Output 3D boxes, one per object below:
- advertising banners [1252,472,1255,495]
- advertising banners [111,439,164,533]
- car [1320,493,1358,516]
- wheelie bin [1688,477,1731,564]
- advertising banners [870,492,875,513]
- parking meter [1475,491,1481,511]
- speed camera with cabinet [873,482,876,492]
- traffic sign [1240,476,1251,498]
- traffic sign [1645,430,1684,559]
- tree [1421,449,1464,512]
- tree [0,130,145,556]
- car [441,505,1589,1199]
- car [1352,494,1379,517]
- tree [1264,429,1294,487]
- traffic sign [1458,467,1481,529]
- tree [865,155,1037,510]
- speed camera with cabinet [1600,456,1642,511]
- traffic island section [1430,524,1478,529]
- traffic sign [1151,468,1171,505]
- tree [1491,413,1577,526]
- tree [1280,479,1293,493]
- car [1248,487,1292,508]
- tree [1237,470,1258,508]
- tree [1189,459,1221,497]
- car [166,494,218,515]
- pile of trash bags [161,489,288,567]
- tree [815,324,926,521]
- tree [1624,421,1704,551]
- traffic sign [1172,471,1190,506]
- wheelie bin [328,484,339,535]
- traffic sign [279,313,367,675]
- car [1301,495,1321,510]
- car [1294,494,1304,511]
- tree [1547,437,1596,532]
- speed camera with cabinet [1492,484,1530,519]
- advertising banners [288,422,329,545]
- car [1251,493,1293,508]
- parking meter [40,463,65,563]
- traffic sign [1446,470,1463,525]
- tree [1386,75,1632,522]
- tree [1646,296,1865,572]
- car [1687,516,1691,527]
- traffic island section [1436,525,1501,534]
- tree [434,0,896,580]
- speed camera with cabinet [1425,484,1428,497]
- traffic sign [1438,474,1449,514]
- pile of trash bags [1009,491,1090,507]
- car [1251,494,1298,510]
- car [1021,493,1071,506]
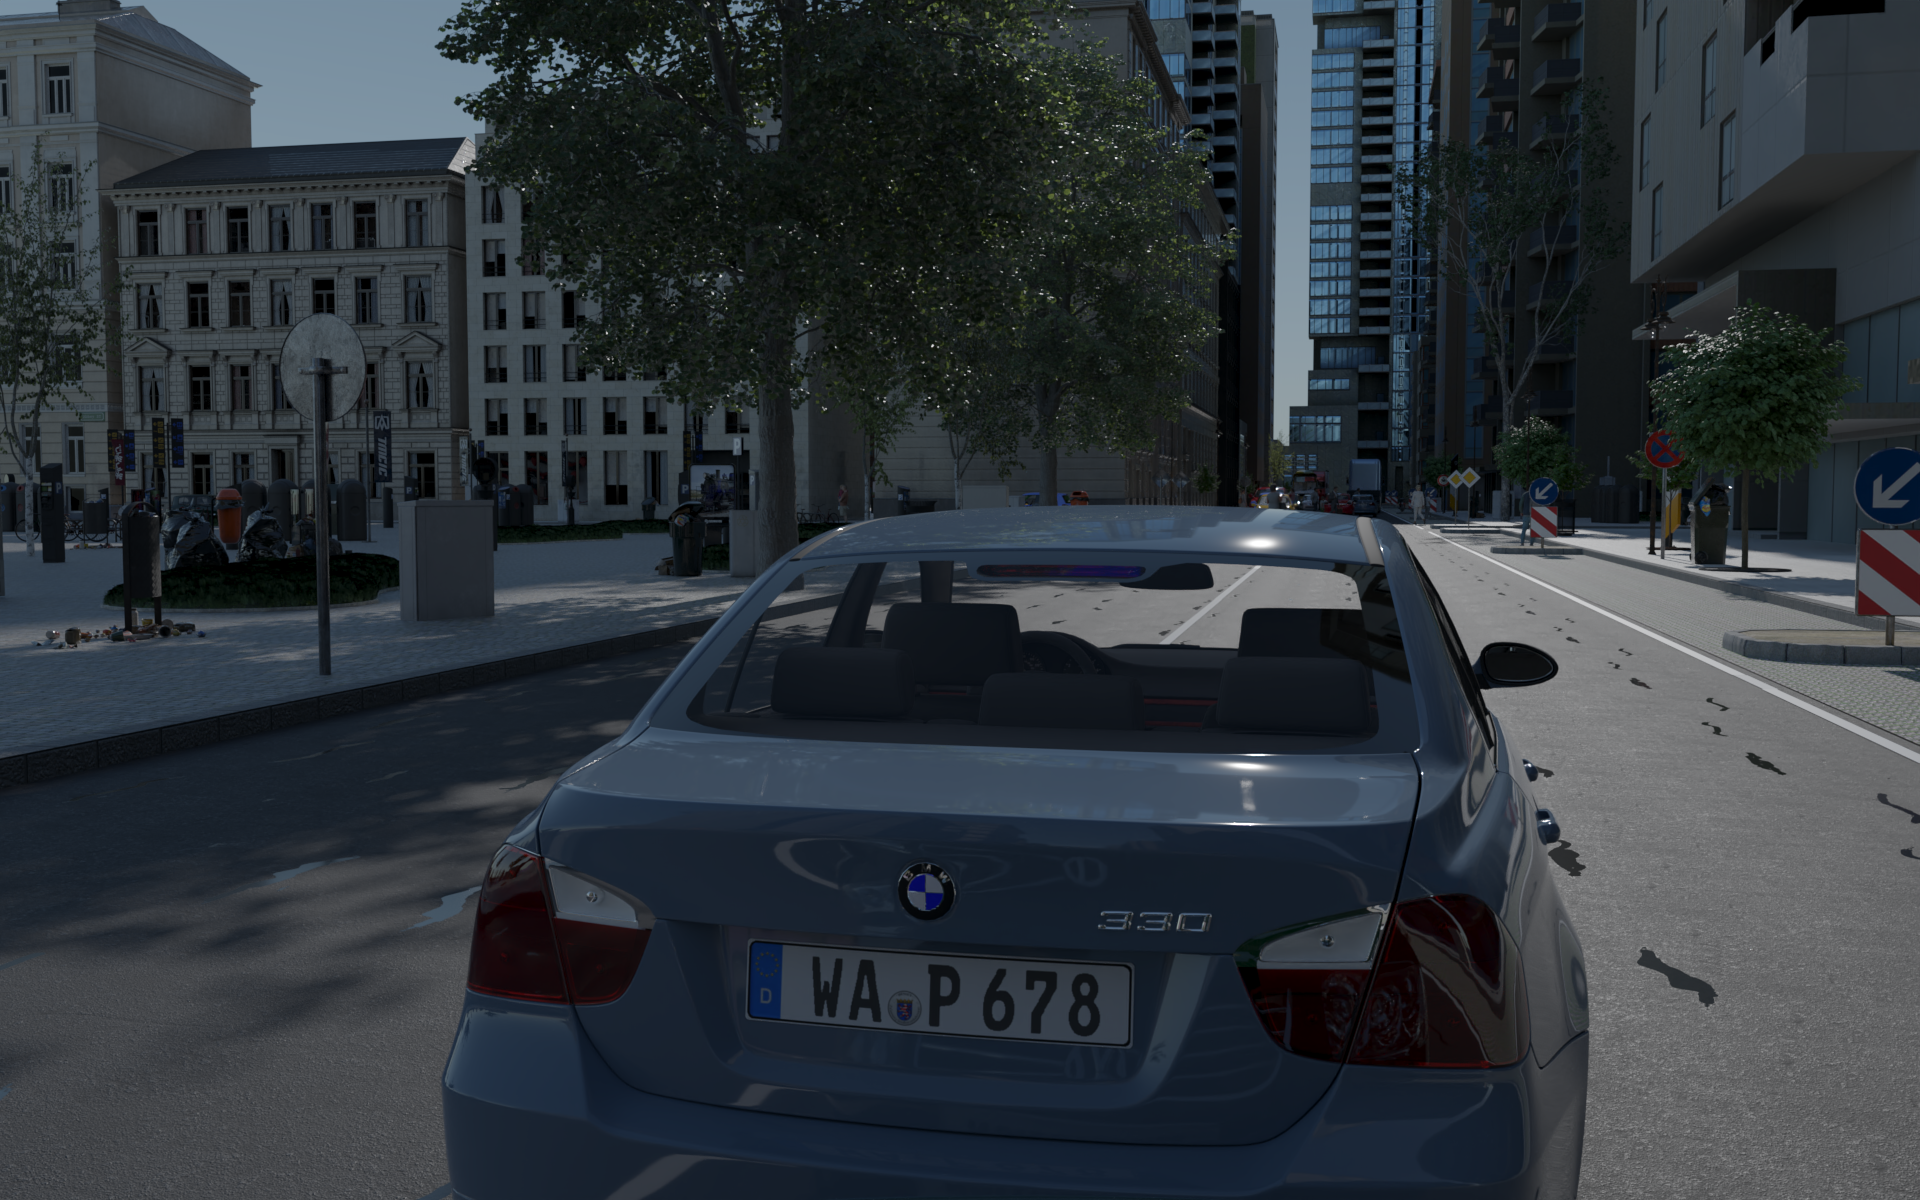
[{"bbox_3d":[22.987,-8.508,135.291,0.090,3.025,2.074,0,4,3],"label":"advertising banners"},{"bbox_3d":[-26.377,-3.631,55.559,0.090,3.025,2.074,1,4,20],"label":"advertising banners"},{"bbox_3d":[22.124,-5.636,101.195,2.155,1.783,4.494,1,4,14],"label":"car"},{"bbox_3d":[13.766,-1.461,31.793,0.693,1.594,0.980,1,4,14],"label":"wheelie bin"},{"bbox_3d":[-5.092,-7.264,114.954,2.074,3.025,0.090,-2,4,-33],"label":"advertising banners"},{"bbox_3d":[38.816,-7.425,129.808,0.372,1.533,0.369,0,3,0],"label":"parking meter"},{"bbox_3d":[-5.730,-7.878,123.141,0.660,3.252,2.038,1,4,9],"label":"speed camera with cabinet"},{"bbox_3d":[20.286,-7.522,123.084,0.768,2.556,0.104,1,4,17],"label":"traffic sign"},{"bbox_3d":[13.868,-2.079,34.105,0.768,2.556,0.104,1,4,14],"label":"traffic sign"},{"bbox_3d":[35.253,-8.721,126.304,4.285,4.588,4.351,0,3,0],"label":"tree"},{"bbox_3d":[-19.223,-5.223,35.766,4.360,8.622,3.978,0,3,0],"label":"tree"},{"bbox_3d":[0.472,0.470,4.311,2.014,1.417,4.499,1,4,14],"label":"car"},{"bbox_3d":[25.125,-5.873,108.025,2.014,1.417,4.499,1,4,14],"label":"car"},{"bbox_3d":[35.992,-15.096,197.175,4.360,8.622,3.978,0,3,0],"label":"tree"},{"bbox_3d":[18.764,-3.682,63.840,0.795,2.450,0.064,1,4,13],"label":"traffic sign"},{"bbox_3d":[-0.069,-5.342,37.708,4.360,8.622,3.978,0,3,0],"label":"tree"},{"bbox_3d":[34.456,-5.869,90.292,2.038,3.252,0.660,0,4,7],"label":"speed camera with cabinet"},{"bbox_3d":[20.532,-3.023,71.705,2.009,0.180,2.903,1,4,13],"label":"traffic island section"},{"bbox_3d":[7.697,-3.834,66.327,0.795,2.450,0.064,1,4,13],"label":"traffic sign"},{"bbox_3d":[23.280,-5.290,70.204,4.285,4.588,4.351,0,3,0],"label":"tree"},{"bbox_3d":[41.631,-13.818,220.528,1.663,3.219,1.824,0,3,0],"label":"tree"},{"bbox_3d":[16.626,-5.134,92.618,2.281,1.827,5.304,1,4,14],"label":"car"},{"bbox_3d":[22.893,-8.743,137.554,1.663,3.219,1.824,0,3,0],"label":"tree"},{"bbox_3d":[13.448,-6.123,94.720,1.663,3.219,1.824,0,3,0],"label":"tree"},{"bbox_3d":[-33.924,-4.208,78.580,4.222,1.686,2.009,1,4,11],"label":"car"},{"bbox_3d":[-11.806,-1.109,27.891,1.912,1.369,3.447,-1,4,-22],"label":"pile of trash bags"},{"bbox_3d":[-3.318,-7.059,65.774,4.737,8.622,4.395,0,3,0],"label":"tree"},{"bbox_3d":[16.367,-2.753,39.613,1.663,3.219,1.824,0,3,0],"label":"tree"},{"bbox_3d":[9.440,-4.311,74.120,0.795,2.450,0.064,1,4,13],"label":"traffic sign"},{"bbox_3d":[-19.727,-2.858,54.636,0.980,1.594,0.693,1,4,10],"label":"wheelie bin"},{"bbox_3d":[-4.509,-0.741,12.223,0.768,2.556,0.104,1,4,21],"label":"traffic sign"},{"bbox_3d":[31.071,-8.615,153.215,2.083,1.381,4.827,1,4,11],"label":"car"},{"bbox_3d":[23.504,-6.946,123.357,2.009,1.686,4.222,1,4,13],"label":"car"},{"bbox_3d":[20.246,-3.891,58.222,1.663,3.219,1.824,0,3,0],"label":"tree"},{"bbox_3d":[28.125,-5.744,88.252,2.038,3.252,0.660,-2,4,-25],"label":"speed camera with cabinet"},{"bbox_3d":[-15.867,-2.816,42.232,2.074,3.025,0.090,3,5,43],"label":"advertising banners"},{"bbox_3d":[14.686,-4.396,81.460,1.945,1.707,3.694,1,4,12],"label":"car"},{"bbox_3d":[-16.949,-1.629,32.342,0.255,1.863,0.399,0,4,2],"label":"parking meter"},{"bbox_3d":[20.507,-4.158,71.633,0.795,2.450,0.064,1,4,13],"label":"traffic sign"},{"bbox_3d":[26.319,-13.659,79.221,12.611,20.169,13.585,0,3,0],"label":"tree"},{"bbox_3d":[13.242,-2.764,28.910,4.285,4.588,4.351,0,3,0],"label":"tree"},{"bbox_3d":[30.493,-3.306,66.413,4.827,1.381,2.083,1,4,14],"label":"car"},{"bbox_3d":[18.789,-2.546,63.912,2.009,0.180,2.903,1,4,13],"label":"traffic island section"},{"bbox_3d":[-2.348,-7.104,22.812,9.857,13.997,8.962,0,3,0],"label":"tree"},{"bbox_3d":[35.933,-8.455,132.567,0.660,3.252,2.038,1,4,15],"label":"speed camera with cabinet"},{"bbox_3d":[31.377,-6.869,112.417,0.768,2.556,0.104,1,4,14],"label":"traffic sign"},{"bbox_3d":[2.459,-2.694,53.807,3.447,1.369,1.912,2,4,31],"label":"pile of trash bags"},{"bbox_3d":[14.031,-4.092,77.128,2.015,1.641,3.980,1,4,13],"label":"car"},{"bbox_3d":[2.970,-3.773,71.276,3.694,1.707,1.945,1,4,14],"label":"car"}]
